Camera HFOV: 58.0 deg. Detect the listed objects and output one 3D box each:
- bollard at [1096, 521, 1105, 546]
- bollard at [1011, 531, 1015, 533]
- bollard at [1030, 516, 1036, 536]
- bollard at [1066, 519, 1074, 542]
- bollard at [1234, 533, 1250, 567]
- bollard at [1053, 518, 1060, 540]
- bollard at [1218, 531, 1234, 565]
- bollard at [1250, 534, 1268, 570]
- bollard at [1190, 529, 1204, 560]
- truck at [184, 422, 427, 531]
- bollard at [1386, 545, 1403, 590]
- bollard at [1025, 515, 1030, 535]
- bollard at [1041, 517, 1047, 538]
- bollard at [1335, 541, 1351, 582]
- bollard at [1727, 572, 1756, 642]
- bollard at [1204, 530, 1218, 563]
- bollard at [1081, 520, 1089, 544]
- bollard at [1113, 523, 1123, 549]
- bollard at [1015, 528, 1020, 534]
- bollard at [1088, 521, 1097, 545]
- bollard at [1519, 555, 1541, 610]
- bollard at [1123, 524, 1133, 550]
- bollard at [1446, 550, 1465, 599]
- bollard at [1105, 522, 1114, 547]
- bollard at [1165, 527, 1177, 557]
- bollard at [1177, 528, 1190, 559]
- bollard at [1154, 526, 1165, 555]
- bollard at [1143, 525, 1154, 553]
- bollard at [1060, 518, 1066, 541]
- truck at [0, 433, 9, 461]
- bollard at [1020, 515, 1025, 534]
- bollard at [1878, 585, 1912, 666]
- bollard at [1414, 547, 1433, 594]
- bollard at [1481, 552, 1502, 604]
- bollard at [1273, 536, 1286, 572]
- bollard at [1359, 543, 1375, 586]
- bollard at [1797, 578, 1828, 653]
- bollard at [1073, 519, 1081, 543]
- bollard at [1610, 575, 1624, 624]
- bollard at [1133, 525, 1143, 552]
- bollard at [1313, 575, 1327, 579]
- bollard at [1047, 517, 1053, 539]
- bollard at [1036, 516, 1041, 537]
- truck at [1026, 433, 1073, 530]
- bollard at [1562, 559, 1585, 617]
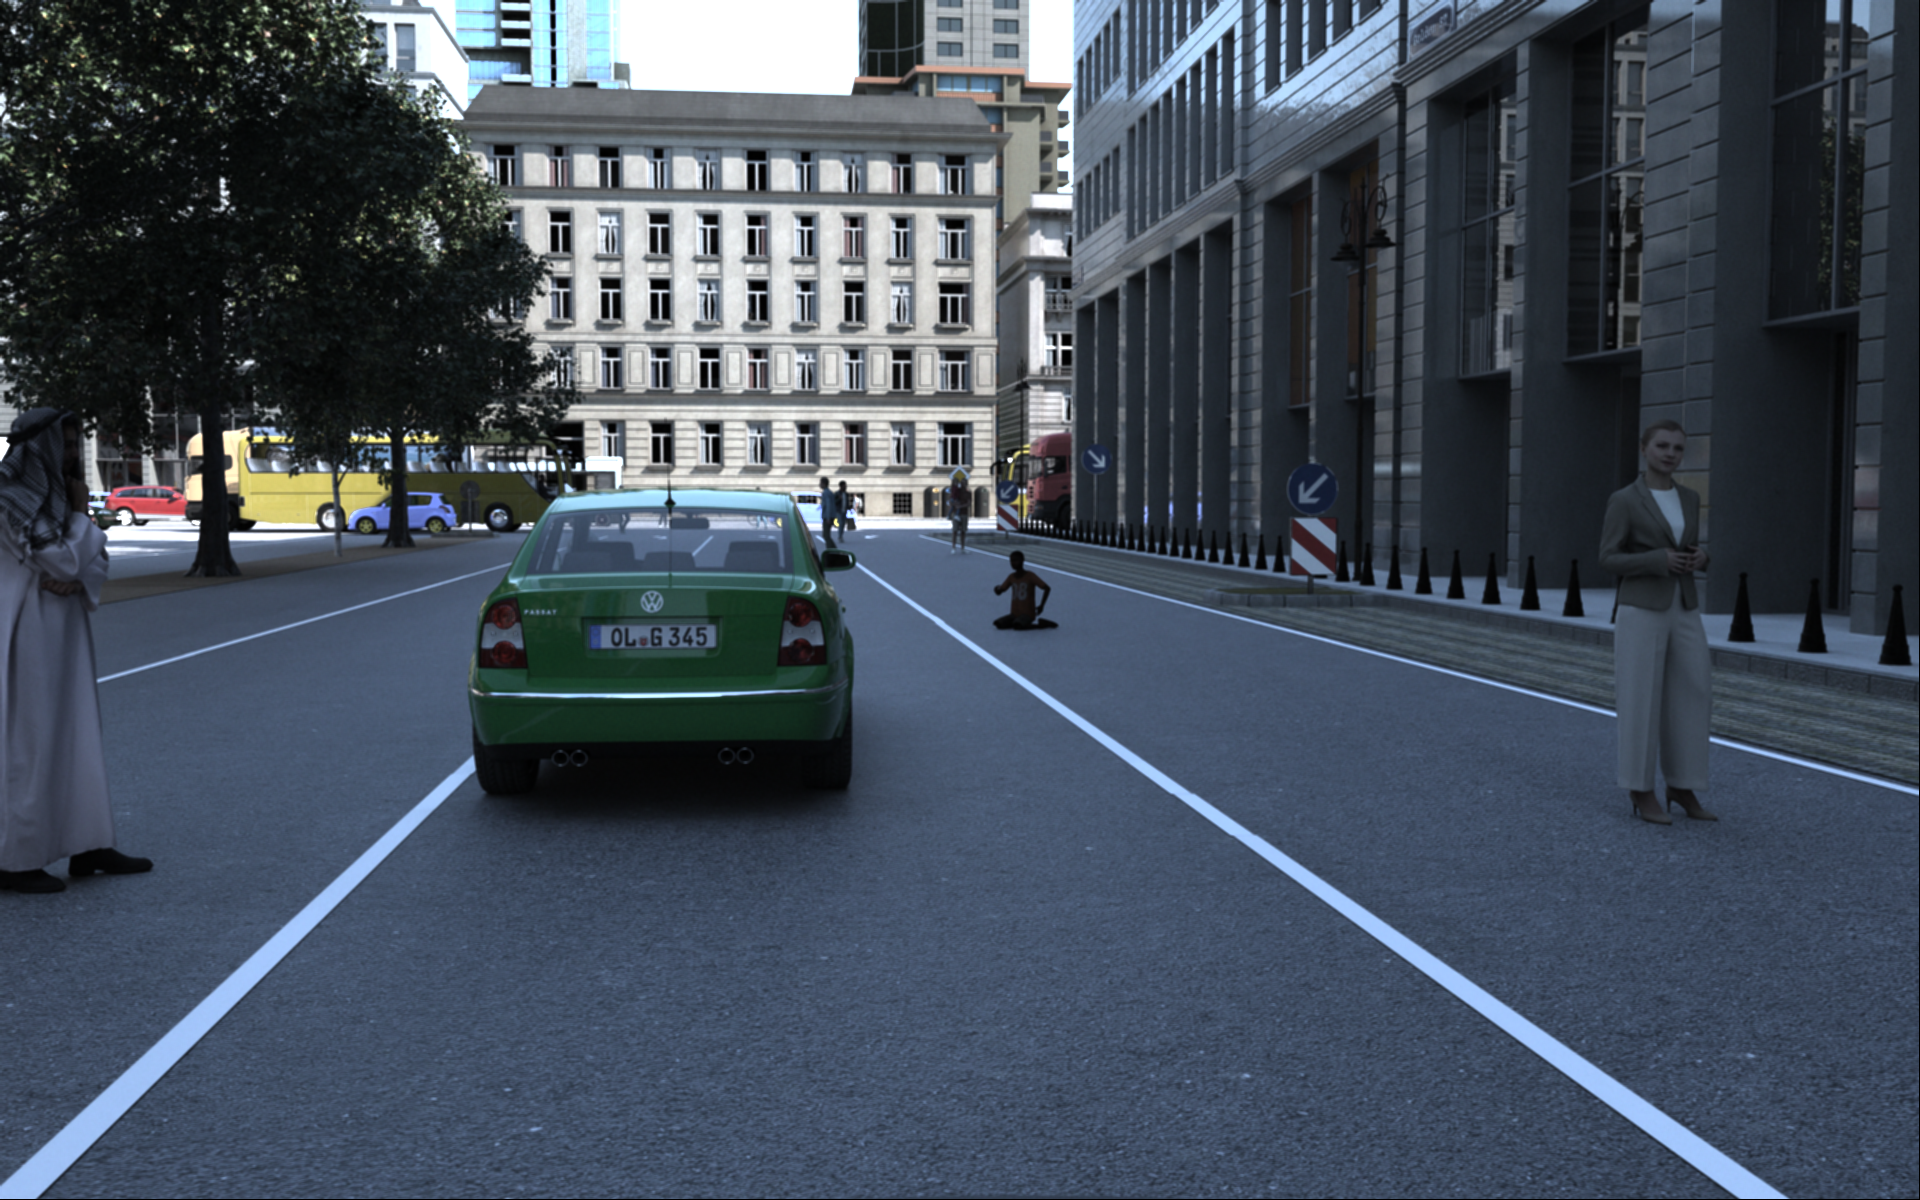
[{"bbox_3d":[3.562,-1.634,42.762,0.229,0.601,0.229,0,3,0],"label":"bollard"},{"bbox_3d":[1.880,-2.514,57.141,0.229,0.601,0.229,0,3,0],"label":"bollard"},{"bbox_3d":[2.362,-2.262,53.024,0.229,0.601,0.229,0,3,0],"label":"bollard"},{"bbox_3d":[3.083,-1.886,46.872,0.229,0.601,0.229,0,3,0],"label":"bollard"},{"bbox_3d":[5.003,-0.883,30.478,0.229,0.601,0.229,0,3,0],"label":"bollard"},{"bbox_3d":[2.840,-2.011,48.921,0.229,0.601,0.229,0,3,0],"label":"bollard"},{"bbox_3d":[4.885,-0.945,31.498,0.229,0.601,0.229,0,3,0],"label":"bollard"},{"bbox_3d":[5.126,-0.821,29.458,0.229,0.601,0.229,0,3,0],"label":"bollard"},{"bbox_3d":[4.650,-1.070,33.538,0.229,0.601,0.229,0,3,0],"label":"bollard"},{"bbox_3d":[-25.004,-4.835,67.962,11.283,4.237,2.839,0,4,-5],"label":"truck"},{"bbox_3d":[5.850,-0.444,23.302,0.229,0.601,0.229,0,3,0],"label":"bollard"},{"bbox_3d":[2.244,-2.325,54.058,0.229,0.601,0.229,0,3,0],"label":"bollard"},{"bbox_3d":[2.604,-2.137,50.980,0.229,0.601,0.229,0,3,0],"label":"bollard"},{"bbox_3d":[5.604,-0.569,25.351,0.229,0.601,0.229,0,3,0],"label":"bollard"},{"bbox_3d":[6.812,0.059,15.079,0.229,0.601,0.229,0,3,0],"label":"bollard"},{"bbox_3d":[4.765,-1.008,32.517,0.229,0.601,0.229,0,3,0],"label":"bollard"},{"bbox_3d":[3.323,-1.760,44.824,0.229,0.601,0.229,0,3,0],"label":"bollard"},{"bbox_3d":[3.804,-1.509,40.718,0.229,0.601,0.229,0,3,0],"label":"bollard"},{"bbox_3d":[2.000,-2.451,56.115,0.229,0.601,0.229,0,3,0],"label":"bollard"},{"bbox_3d":[3.445,-1.698,43.797,0.229,0.601,0.229,0,3,0],"label":"bollard"},{"bbox_3d":[6.326,-0.193,19.198,0.229,0.601,0.229,0,3,0],"label":"bollard"},{"bbox_3d":[3.924,-1.447,39.692,0.229,0.601,0.229,0,3,0],"label":"bollard"},{"bbox_3d":[6.087,-0.318,21.246,0.229,0.601,0.229,0,3,0],"label":"bollard"},{"bbox_3d":[3.686,-1.572,41.738,0.229,0.601,0.229,0,3,0],"label":"bollard"},{"bbox_3d":[4.408,-1.195,35.581,0.229,0.601,0.229,0,3,0],"label":"bollard"},{"bbox_3d":[4.528,-1.133,34.561,0.229,0.601,0.229,0,3,0],"label":"bollard"},{"bbox_3d":[4.284,-1.257,36.600,0.229,0.601,0.229,0,3,0],"label":"bollard"},{"bbox_3d":[4.168,-1.321,37.635,0.229,0.601,0.229,0,3,0],"label":"bollard"},{"bbox_3d":[2.964,-1.949,47.902,0.229,0.601,0.229,0,3,0],"label":"bollard"},{"bbox_3d":[-48.409,-5.566,79.922,11.283,4.237,2.839,0,4,-7],"label":"truck"},{"bbox_3d":[2.122,-2.388,55.091,0.229,0.601,0.229,0,3,0],"label":"bollard"},{"bbox_3d":[7.049,0.184,13.038,0.229,0.601,0.229,0,3,0],"label":"bollard"},{"bbox_3d":[5.966,-0.381,22.268,0.229,0.601,0.229,0,3,0],"label":"bollard"},{"bbox_3d":[6.208,-0.255,20.218,0.229,0.601,0.229,0,3,0],"label":"bollard"},{"bbox_3d":[5.245,-0.758,28.428,0.229,0.601,0.229,0,3,0],"label":"bollard"},{"bbox_3d":[5.724,-0.507,24.325,0.229,0.601,0.229,0,3,0],"label":"bollard"},{"bbox_3d":[6.928,0.121,14.058,0.229,0.601,0.229,0,3,0],"label":"bollard"},{"bbox_3d":[3.204,-1.823,45.844,0.229,0.601,0.229,0,3,0],"label":"bollard"},{"bbox_3d":[6.565,-0.068,17.154,0.229,0.601,0.229,0,3,0],"label":"bollard"},{"bbox_3d":[4.047,-1.384,38.664,0.229,0.601,0.229,0,3,0],"label":"bollard"},{"bbox_3d":[5.491,-0.632,26.373,0.229,0.601,0.229,0,3,0],"label":"bollard"},{"bbox_3d":[2.723,-2.074,49.952,0.229,0.601,0.229,0,3,0],"label":"bollard"},{"bbox_3d":[2.480,-2.200,52.005,0.229,0.601,0.229,0,3,0],"label":"bollard"},{"bbox_3d":[7.696,-4.916,69.284,11.283,4.237,2.839,0,4,-8],"label":"truck"},{"bbox_3d":[6.444,-0.131,18.178,0.229,0.601,0.229,0,3,0],"label":"bollard"}]
